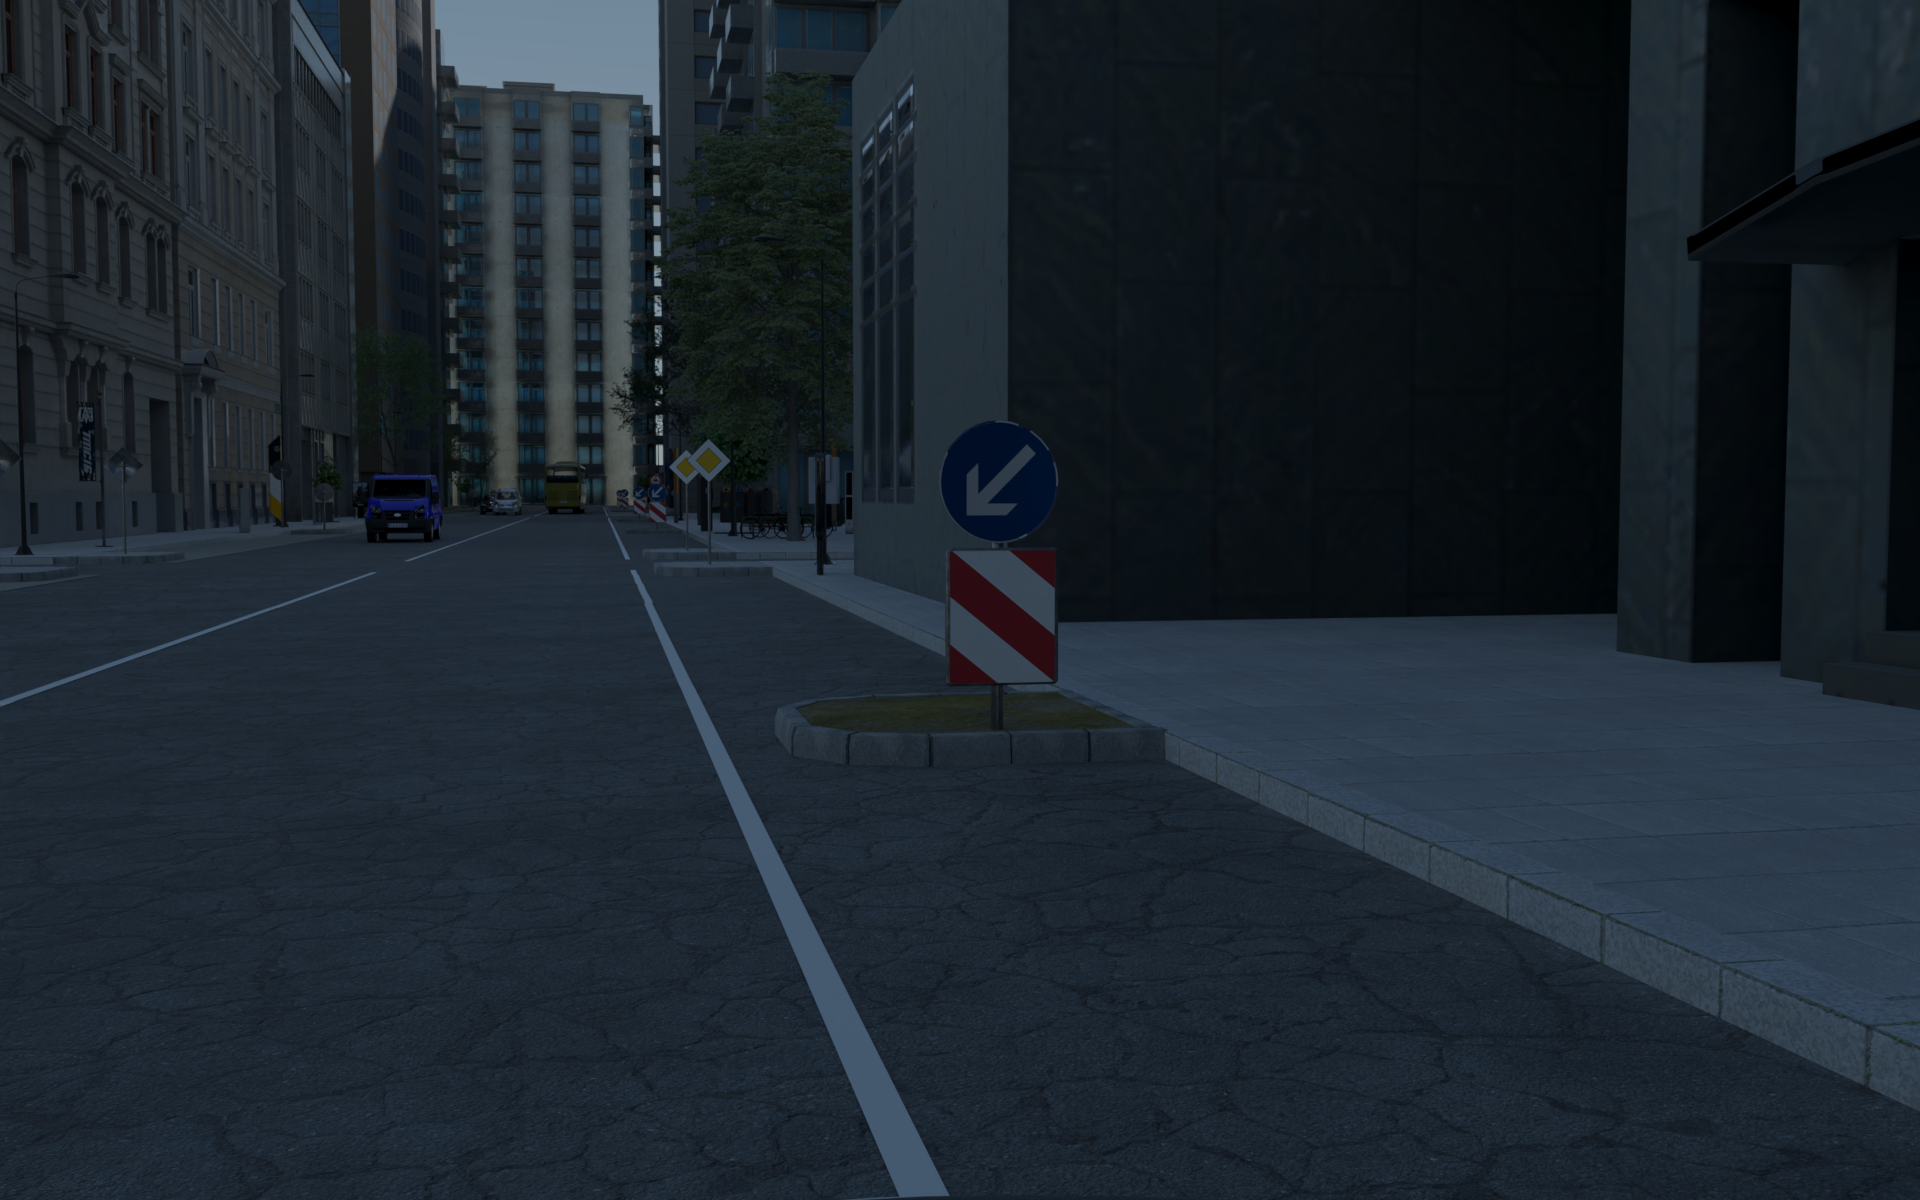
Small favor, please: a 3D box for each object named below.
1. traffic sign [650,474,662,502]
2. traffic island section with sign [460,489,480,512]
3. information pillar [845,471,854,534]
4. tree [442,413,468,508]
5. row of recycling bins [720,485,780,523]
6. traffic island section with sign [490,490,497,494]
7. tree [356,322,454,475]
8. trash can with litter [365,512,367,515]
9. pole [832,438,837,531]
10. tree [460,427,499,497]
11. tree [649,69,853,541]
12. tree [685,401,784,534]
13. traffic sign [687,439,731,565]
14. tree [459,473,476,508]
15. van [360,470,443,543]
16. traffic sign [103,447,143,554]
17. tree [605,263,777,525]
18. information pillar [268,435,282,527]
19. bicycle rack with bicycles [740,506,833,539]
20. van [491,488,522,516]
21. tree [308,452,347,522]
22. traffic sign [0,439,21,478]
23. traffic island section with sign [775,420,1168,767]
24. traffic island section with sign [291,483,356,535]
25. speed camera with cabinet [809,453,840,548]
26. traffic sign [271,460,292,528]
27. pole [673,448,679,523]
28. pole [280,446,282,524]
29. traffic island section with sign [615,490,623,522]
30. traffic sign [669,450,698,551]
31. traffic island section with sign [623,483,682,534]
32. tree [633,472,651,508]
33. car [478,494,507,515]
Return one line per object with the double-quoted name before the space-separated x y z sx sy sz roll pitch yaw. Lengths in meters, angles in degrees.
"traffic sign" -19.636 -6.830 111.775 0.768 2.556 0.104 0 4 -8
"traffic island section with sign" -38.457 -7.854 137.047 1.989 1.847 2.006 -1 4 -12
"information pillar" -3.496 -3.133 55.713 0.304 2.012 0.304 2 4 24
"tree" -45.987 -12.539 155.370 4.737 8.622 4.395 0 3 0
"row of recycling bins" -9.373 -4.288 77.220 3.534 1.692 1.069 3 5 40
"traffic island section with sign" -44.152 -9.516 164.212 1.989 1.847 2.006 -1 4 -12
"tree" -34.487 -10.995 105.517 9.928 11.665 9.643 0 3 0
"trash can with litter" -37.001 -5.802 105.922 2.233 1.210 1.678 2 4 31
"pole" -4.351 -4.039 59.878 0.158 3.312 0.155 0 3 0
"tree" -51.490 -14.415 186.047 4.360 8.622 3.978 0 3 0
"tree" -4.573 -7.856 46.579 7.486 12.596 7.792 0 3 0
"tree" -7.248 -4.441 56.330 4.285 4.588 4.351 0 3 0
"traffic sign" -4.555 -1.700 31.440 0.795 2.450 0.064 -1 4 -12
"tree" -45.985 -10.223 161.743 1.663 3.219 1.824 0 3 0
"van" -17.001 -2.974 53.015 2.240 2.365 5.245 -1 4 -13
"traffic sign" -17.790 -2.031 36.857 0.795 2.450 0.064 -1 4 -12
"tree" -10.966 -8.340 70.777 7.601 10.594 8.767 -3 4 -37
"information pillar" -27.047 -4.714 68.432 0.183 3.616 0.504 3 5 40
"bicycle rack with bicycles" -5.139 -2.264 50.407 2.925 0.926 2.852 -1 4 -17
"van" -30.441 -6.697 116.501 2.013 2.044 4.112 -1 4 -11
"tree" -28.875 -5.146 78.744 1.663 3.219 1.824 0 3 0
"traffic sign" -16.153 -1.553 29.041 0.795 2.450 0.064 -1 4 -12
"traffic island section with sign" -0.045 -0.089 10.083 1.989 1.847 2.006 -1 4 -12
"traffic island section with sign" -22.711 -3.255 61.852 1.989 1.847 2.006 -1 4 -12
"speed camera with cabinet" -2.523 -2.847 40.880 2.038 3.252 0.660 0 4 3
"traffic sign" -25.403 -3.963 64.904 0.768 2.556 0.104 0 4 -4
"pole" -12.561 -5.061 76.594 0.158 3.312 0.155 0 3 0
"pole" -28.767 -4.865 73.385 0.158 3.312 0.155 0 3 0
"traffic island section with sign" -16.745 -4.965 89.801 1.989 1.847 2.006 -1 4 -12
"traffic sign" -6.192 -2.178 39.256 0.795 2.450 0.064 -1 4 -12
"traffic island section with sign" -11.214 -3.351 63.417 1.989 1.847 2.006 -1 4 -12
"tree" -30.043 -10.269 162.502 1.663 3.219 1.824 0 3 0
"car" -32.731 -6.835 121.531 2.009 1.686 4.222 -1 4 -13
